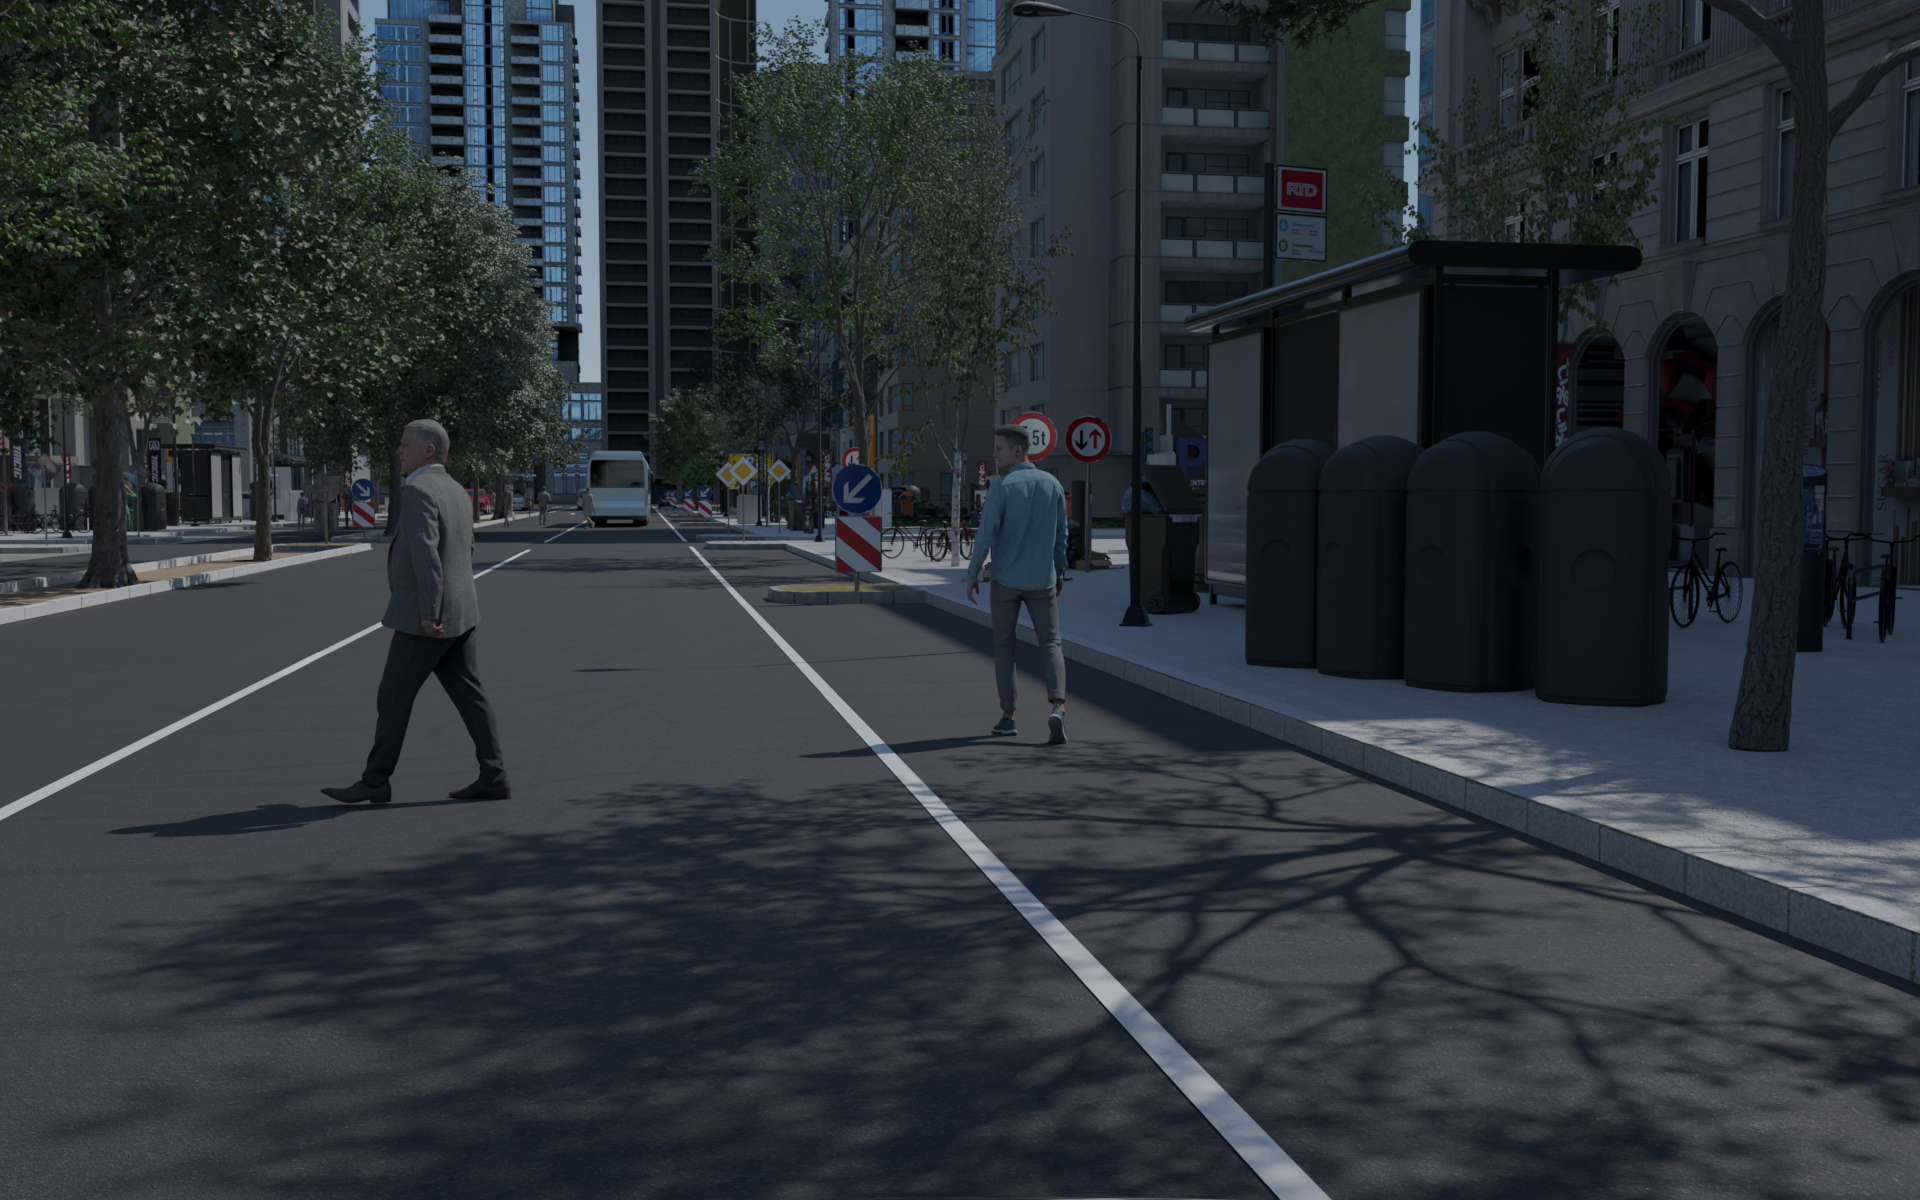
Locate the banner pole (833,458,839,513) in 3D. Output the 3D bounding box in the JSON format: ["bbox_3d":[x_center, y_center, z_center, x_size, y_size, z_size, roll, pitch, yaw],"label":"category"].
[{"bbox_3d":[-8.567,-7.936,119.765,0.401,3.779,0.863,-2,4,-35],"label":"banner pole"}]

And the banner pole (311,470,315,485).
[{"bbox_3d":[-38.297,-6.886,102.603,0.401,3.779,0.863,0,4,-5],"label":"banner pole"}]

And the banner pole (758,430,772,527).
[{"bbox_3d":[-7.693,-4.760,67.845,0.401,3.779,0.863,-3,4,-38],"label":"banner pole"}]

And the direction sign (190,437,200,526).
[{"bbox_3d":[-30.424,-4.694,68.748,0.379,3.537,0.876,-1,4,-21],"label":"direction sign"}]

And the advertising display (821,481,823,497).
[{"bbox_3d":[-6.801,-4.604,80.488,0.974,1.923,0.123,2,4,28],"label":"advertising display"}]

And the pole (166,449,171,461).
[{"bbox_3d":[-34.657,-5.019,75.901,0.158,3.312,0.155,0,3,0],"label":"pole"}]

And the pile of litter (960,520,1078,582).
[{"bbox_3d":[0.820,-0.707,25.525,1.719,0.858,1.176,0,4,2],"label":"pile of litter"}]

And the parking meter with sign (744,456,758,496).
[{"bbox_3d":[-9.478,-5.055,78.912,0.543,3.016,1.738,-1,4,-12],"label":"parking meter with sign"}]

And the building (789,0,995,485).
[{"bbox_3d":[-5.353,-52.973,178.775,22.319,86.520,31.000,-1,4,-10],"label":"building"}]

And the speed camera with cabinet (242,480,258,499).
[{"bbox_3d":[-44.771,-7.080,110.092,2.038,3.252,0.660,1,4,20],"label":"speed camera with cabinet"}]

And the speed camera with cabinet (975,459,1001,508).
[{"bbox_3d":[1.367,-5.560,85.235,0.660,3.252,2.038,-1,4,-22],"label":"speed camera with cabinet"}]

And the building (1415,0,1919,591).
[{"bbox_3d":[17.808,-11.261,25.918,13.314,21.916,24.055,-1,4,-10],"label":"building"}]

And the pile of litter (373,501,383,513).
[{"bbox_3d":[-39.934,-6.325,117.371,1.719,0.858,1.176,-2,4,-33],"label":"pile of litter"}]

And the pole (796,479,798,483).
[{"bbox_3d":[-8.217,-5.750,87.859,0.158,3.312,0.155,0,3,0],"label":"pole"}]

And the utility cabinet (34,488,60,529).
[{"bbox_3d":[-33.184,-3.316,62.896,1.173,1.500,0.318,-1,4,-21],"label":"utility cabinet"}]

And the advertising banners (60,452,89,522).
[{"bbox_3d":[-37.361,-4.736,73.622,0.090,3.025,2.074,1,4,19],"label":"advertising banners"}]

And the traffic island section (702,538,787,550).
[{"bbox_3d":[-5.702,-1.441,45.833,2.009,0.180,2.903,-1,4,-10],"label":"traffic island section"}]

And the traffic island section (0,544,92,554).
[{"bbox_3d":[-22.562,-1.252,42.745,2.009,0.180,2.903,-1,4,-10],"label":"traffic island section"}]

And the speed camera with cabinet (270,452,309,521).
[{"bbox_3d":[-32.363,-5.426,83.047,0.660,3.252,2.038,3,5,42],"label":"speed camera with cabinet"}]

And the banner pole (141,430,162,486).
[{"bbox_3d":[-31.502,-4.734,67.419,0.863,3.779,0.401,-2,4,-32],"label":"banner pole"}]

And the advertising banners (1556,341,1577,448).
[{"bbox_3d":[6.350,-1.425,19.480,2.074,3.025,0.090,-3,5,-40],"label":"advertising banners"}]

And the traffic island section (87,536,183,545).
[{"bbox_3d":[-24.009,-1.732,50.598,2.009,0.180,2.903,-1,4,-10],"label":"traffic island section"}]

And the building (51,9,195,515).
[{"bbox_3d":[-53.512,-25.428,99.341,14.154,41.232,14.086,-1,4,-10],"label":"building"}]

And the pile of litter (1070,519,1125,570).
[{"bbox_3d":[2.057,-0.948,29.464,1.719,0.858,1.176,-1,4,-18],"label":"pile of litter"}]

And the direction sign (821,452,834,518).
[{"bbox_3d":[-7.282,-6.250,94.189,0.876,3.537,0.379,-1,4,-21],"label":"direction sign"}]

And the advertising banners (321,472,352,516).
[{"bbox_3d":[-36.559,-6.429,101.297,2.074,3.025,0.090,-1,4,-9],"label":"advertising banners"}]

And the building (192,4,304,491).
[{"bbox_3d":[-64.084,-50.201,133.457,22.319,86.520,31.000,-1,4,-10],"label":"building"}]

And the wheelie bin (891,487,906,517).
[{"bbox_3d":[-2.638,-4.091,74.799,0.980,1.594,0.693,1,4,10],"label":"wheelie bin"}]

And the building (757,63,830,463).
[{"bbox_3d":[-13.298,-42.389,235.062,28.212,58.520,21.231,-1,4,-10],"label":"building"}]

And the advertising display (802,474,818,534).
[{"bbox_3d":[-4.908,-3.115,56.147,0.123,1.923,0.974,-2,4,-23],"label":"advertising display"}]

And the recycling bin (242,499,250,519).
[{"bbox_3d":[-36.758,-4.711,89.575,0.722,1.027,0.722,-2,4,-26],"label":"recycling bin"}]

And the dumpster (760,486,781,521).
[{"bbox_3d":[-9.035,-4.654,81.845,1.264,1.857,1.865,-1,4,-10],"label":"dumpster"}]

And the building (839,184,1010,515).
[{"bbox_3d":[7.536,-16.387,112.961,27.650,21.520,28.899,-1,4,-10],"label":"building"}]

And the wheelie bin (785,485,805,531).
[{"bbox_3d":[-5.616,-3.199,60.212,0.980,1.594,0.693,-2,4,-27],"label":"wheelie bin"}]

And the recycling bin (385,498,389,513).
[{"bbox_3d":[-39.075,-6.516,119.094,0.722,1.027,0.722,-3,4,-36],"label":"recycling bin"}]

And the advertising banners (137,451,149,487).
[{"bbox_3d":[-34.217,-4.570,70.900,2.074,3.025,0.090,-1,4,-18],"label":"advertising banners"}]

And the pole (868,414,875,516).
[{"bbox_3d":[-2.266,-3.084,44.266,0.158,3.312,0.155,0,3,0],"label":"pole"}]

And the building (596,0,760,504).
[{"bbox_3d":[-37.095,-48.371,229.120,20.611,71.187,20.563,-1,4,-10],"label":"building"}]

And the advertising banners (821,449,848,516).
[{"bbox_3d":[-4.574,-4.397,68.074,2.074,3.025,0.090,-3,4,-36],"label":"advertising banners"}]

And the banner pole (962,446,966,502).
[{"bbox_3d":[0.203,-5.982,87.828,0.401,3.779,0.863,-1,4,-13],"label":"banner pole"}]

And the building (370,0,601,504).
[{"bbox_3d":[-62.676,-55.805,225.086,31.000,86.520,22.319,-1,4,-10],"label":"building"}]

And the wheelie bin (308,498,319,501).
[{"bbox_3d":[-35.008,-5.253,93.789,0.980,1.594,0.693,-1,4,-21],"label":"wheelie bin"}]

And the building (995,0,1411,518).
[{"bbox_3d":[9.591,-23.827,73.170,14.086,41.232,14.154,-1,4,-10],"label":"building"}]

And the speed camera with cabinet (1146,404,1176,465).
[{"bbox_3d":[4.435,-2.729,38.951,0.660,3.252,2.038,0,4,2],"label":"speed camera with cabinet"}]

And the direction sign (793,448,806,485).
[{"bbox_3d":[-7.931,-5.708,85.318,0.379,3.537,0.876,3,5,41],"label":"direction sign"}]

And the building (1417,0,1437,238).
[{"bbox_3d":[38.436,-28.368,83.427,30.456,49.044,23.786,-1,4,-10],"label":"building"}]

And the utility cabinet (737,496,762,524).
[{"bbox_3d":[-8.999,-3.842,73.981,1.020,1.237,0.306,-2,4,-25],"label":"utility cabinet"}]

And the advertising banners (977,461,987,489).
[{"bbox_3d":[1.901,-5.788,90.819,2.074,3.025,0.090,0,4,-1],"label":"advertising banners"}]

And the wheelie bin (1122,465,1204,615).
[{"bbox_3d":[2.152,-0.658,18.674,0.693,1.594,0.980,3,5,45],"label":"wheelie bin"}]

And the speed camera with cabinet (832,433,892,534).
[{"bbox_3d":[-3.183,-3.779,56.117,2.038,3.252,0.660,2,4,34],"label":"speed camera with cabinet"}]

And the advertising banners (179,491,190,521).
[{"bbox_3d":[-35.972,-5.257,82.136,2.074,3.025,0.090,-1,4,-17],"label":"advertising banners"}]

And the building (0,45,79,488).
[{"bbox_3d":[-102.749,-31.363,167.407,28.867,44.769,22.147,-1,4,-10],"label":"building"}]

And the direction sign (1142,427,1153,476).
[{"bbox_3d":[6.212,-4.089,58.854,0.876,3.537,0.379,-2,4,-34],"label":"direction sign"}]

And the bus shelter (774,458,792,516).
[{"bbox_3d":[-10.542,-6.447,99.324,2.014,3.302,5.546,-1,4,-10],"label":"bus shelter"}]

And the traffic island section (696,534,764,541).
[{"bbox_3d":[-7.149,-1.921,53.687,2.009,0.180,2.903,-1,4,-10],"label":"traffic island section"}]

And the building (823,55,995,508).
[{"bbox_3d":[3.995,-28.264,153.998,32.217,40.220,23.993,-1,4,-10],"label":"building"}]

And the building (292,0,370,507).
[{"bbox_3d":[-74.500,-38.539,172.116,28.212,58.520,21.231,-1,4,-10],"label":"building"}]

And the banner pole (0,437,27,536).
[{"bbox_3d":[-29.036,-3.857,53.077,0.401,3.779,0.863,3,5,42],"label":"banner pole"}]

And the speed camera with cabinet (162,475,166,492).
[{"bbox_3d":[-38.878,-5.405,82.703,0.660,3.252,2.038,3,4,39],"label":"speed camera with cabinet"}]
